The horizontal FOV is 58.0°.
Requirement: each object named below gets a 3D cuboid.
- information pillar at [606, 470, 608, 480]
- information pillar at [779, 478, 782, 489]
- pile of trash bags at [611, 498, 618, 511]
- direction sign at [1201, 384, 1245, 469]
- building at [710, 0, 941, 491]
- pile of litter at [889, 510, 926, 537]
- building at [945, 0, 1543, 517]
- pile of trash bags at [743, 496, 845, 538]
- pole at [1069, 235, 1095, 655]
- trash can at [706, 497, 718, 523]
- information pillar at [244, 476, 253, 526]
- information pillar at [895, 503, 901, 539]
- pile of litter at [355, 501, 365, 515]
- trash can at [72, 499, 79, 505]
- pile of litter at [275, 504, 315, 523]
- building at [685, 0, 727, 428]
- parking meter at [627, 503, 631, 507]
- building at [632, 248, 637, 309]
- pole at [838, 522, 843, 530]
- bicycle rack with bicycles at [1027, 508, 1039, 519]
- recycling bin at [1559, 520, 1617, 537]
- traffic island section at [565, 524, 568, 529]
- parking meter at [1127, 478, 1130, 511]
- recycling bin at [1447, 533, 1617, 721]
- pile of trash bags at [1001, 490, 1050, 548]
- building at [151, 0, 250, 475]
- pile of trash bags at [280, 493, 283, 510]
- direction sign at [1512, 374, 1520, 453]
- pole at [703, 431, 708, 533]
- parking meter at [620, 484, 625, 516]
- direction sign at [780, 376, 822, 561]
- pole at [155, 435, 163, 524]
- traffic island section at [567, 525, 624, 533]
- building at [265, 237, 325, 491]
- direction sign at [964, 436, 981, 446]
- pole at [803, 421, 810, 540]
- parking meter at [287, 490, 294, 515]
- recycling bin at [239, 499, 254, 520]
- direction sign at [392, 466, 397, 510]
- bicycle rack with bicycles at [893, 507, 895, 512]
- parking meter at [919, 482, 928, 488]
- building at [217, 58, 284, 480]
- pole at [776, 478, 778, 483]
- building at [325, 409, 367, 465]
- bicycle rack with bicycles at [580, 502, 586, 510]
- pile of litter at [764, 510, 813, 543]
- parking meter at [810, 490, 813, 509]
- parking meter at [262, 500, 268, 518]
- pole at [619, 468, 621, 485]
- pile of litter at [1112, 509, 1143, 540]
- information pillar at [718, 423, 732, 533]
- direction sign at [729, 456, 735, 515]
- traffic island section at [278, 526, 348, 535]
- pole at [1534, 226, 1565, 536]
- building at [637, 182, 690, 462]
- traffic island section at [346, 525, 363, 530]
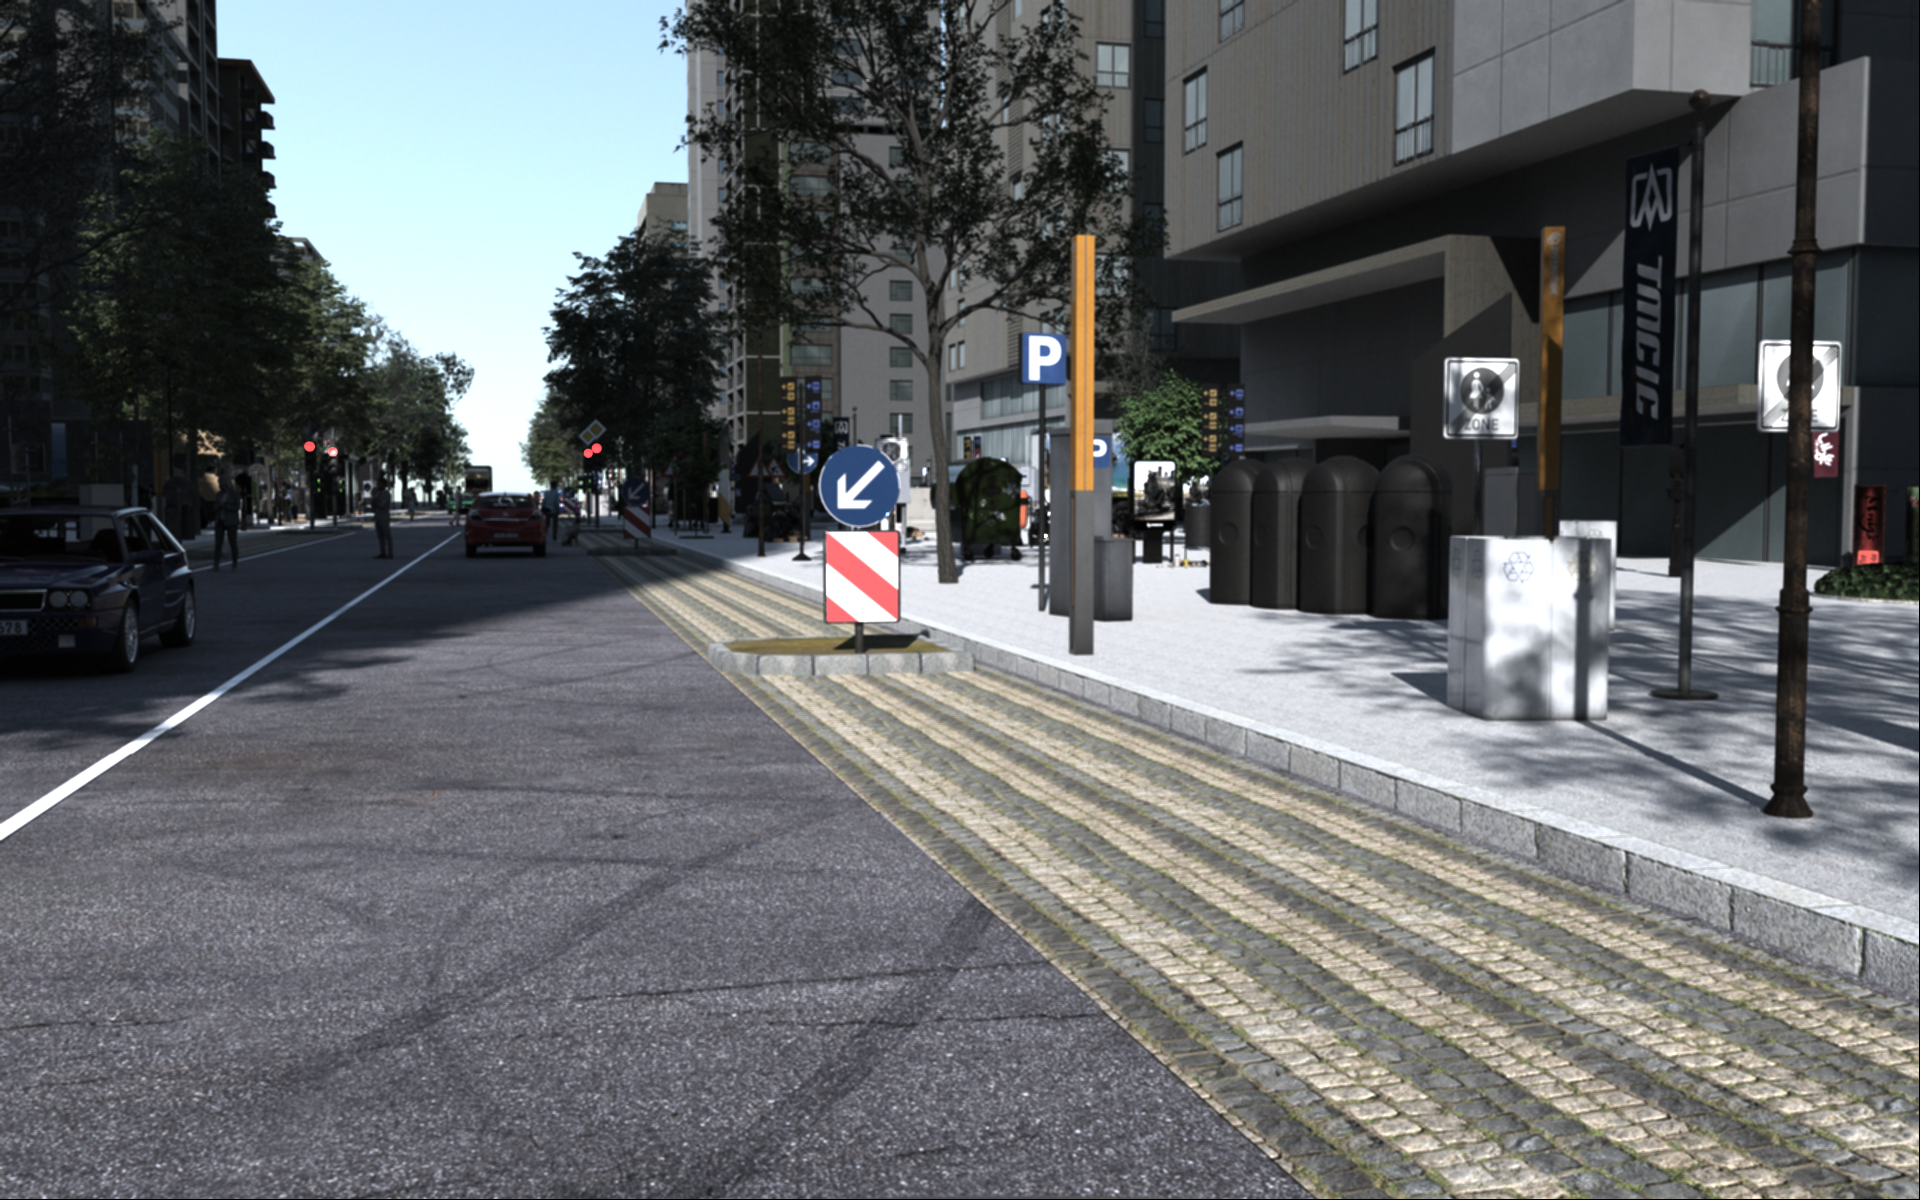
[{"bbox_3d":[-29.450,-9.397,145.001,0.504,3.616,0.183,3,4,38],"label":"information pillar"},{"bbox_3d":[-15.152,-9.458,145.990,0.183,3.616,0.504,-2,4,-25],"label":"information pillar"},{"bbox_3d":[-26.668,-7.334,129.656,1.912,1.369,3.447,2,4,32],"label":"pile of trash bags"},{"bbox_3d":[5.402,-2.669,35.632,0.876,3.537,0.379,0,4,-1],"label":"direction sign"},{"bbox_3d":[-14.224,-44.893,172.258,20.563,71.187,20.611,-1,4,-14],"label":"building"},{"bbox_3d":[-1.571,-2.319,51.886,1.176,0.858,1.719,1,4,23],"label":"pile of litter"},{"bbox_3d":[14.862,-31.563,105.295,27.495,52.752,28.713,-1,4,-14],"label":"building"},{"bbox_3d":[-4.879,-2.568,51.737,3.447,1.369,1.912,0,4,6],"label":"pile of trash bags"},{"bbox_3d":[0.971,-1.219,13.779,0.158,3.312,0.155,0,3,0],"label":"pole"},{"bbox_3d":[-10.914,-3.935,75.998,0.748,1.137,0.748,0,3,0],"label":"trash can"},{"bbox_3d":[-28.346,-3.940,68.914,0.304,2.012,0.304,-3,5,-43],"label":"information pillar"},{"bbox_3d":[-1.695,-2.750,49.449,0.304,2.012,0.304,0,4,6],"label":"information pillar"},{"bbox_3d":[-37.994,-5.808,108.927,1.176,0.858,1.719,-2,4,-26],"label":"pile of litter"},{"bbox_3d":[-23.569,-2.152,46.832,0.748,1.137,0.748,0,3,0],"label":"trash can"},{"bbox_3d":[-29.569,-3.858,77.041,1.719,0.858,1.176,-1,4,-18],"label":"pile of litter"},{"bbox_3d":[-20.244,-40.053,196.871,21.231,58.520,28.212,-1,4,-14],"label":"building"},{"bbox_3d":[-21.926,-6.522,115.042,0.372,1.533,0.369,0,3,0],"label":"parking meter"},{"bbox_3d":[-43.468,-38.968,291.747,22.147,44.769,28.867,-1,4,-14],"label":"building"},{"bbox_3d":[-4.292,-4.175,62.097,0.158,3.312,0.155,0,3,0],"label":"pole"},{"bbox_3d":[3.809,-4.046,79.536,2.925,0.926,2.852,-3,4,-38],"label":"bicycle rack with bicycles"},{"bbox_3d":[5.869,-0.247,16.589,0.722,1.027,0.722,1,4,16],"label":"recycling bin"},{"bbox_3d":[-15.519,-3.075,72.550,2.009,0.180,2.903,-1,4,-14],"label":"traffic island section"},{"bbox_3d":[5.373,-2.920,53.451,0.255,1.863,0.399,-2,4,-32],"label":"parking meter"},{"bbox_3d":[3.313,0.148,10.130,0.722,1.027,0.722,0,4,-2],"label":"recycling bin"},{"bbox_3d":[1.616,-2.024,42.839,1.912,1.369,3.447,0,4,6],"label":"pile of trash bags"},{"bbox_3d":[-71.458,-43.230,145.058,20.563,71.187,20.611,-1,4,-14],"label":"building"},{"bbox_3d":[-49.461,-7.116,126.092,1.912,1.369,3.447,-1,4,-17],"label":"pile of trash bags"},{"bbox_3d":[10.362,-2.511,33.053,0.379,3.537,0.876,-1,4,-19],"label":"direction sign"},{"bbox_3d":[-8.301,-3.831,56.486,0.158,3.312,0.155,0,3,0],"label":"pole"},{"bbox_3d":[-19.877,-5.878,101.815,0.255,1.863,0.399,1,4,14],"label":"parking meter"},{"bbox_3d":[-3.057,-2.530,33.358,0.876,3.537,0.379,1,4,22],"label":"direction sign"},{"bbox_3d":[-27.697,-4.039,59.881,0.158,3.312,0.155,0,3,0],"label":"pole"},{"bbox_3d":[-13.547,-2.601,64.811,2.009,0.180,2.903,-1,4,-14],"label":"traffic island section"},{"bbox_3d":[-102.392,-33.598,241.207,32.217,40.220,23.993,-1,4,-14],"label":"building"},{"bbox_3d":[0.485,-4.661,68.209,0.876,3.537,0.379,3,5,42],"label":"direction sign"},{"bbox_3d":[-4.280,-3.324,48.195,0.158,3.312,0.155,0,3,0],"label":"pole"},{"bbox_3d":[-37.953,-5.490,98.166,0.372,1.533,0.369,0,3,0],"label":"parking meter"},{"bbox_3d":[-35.244,-4.445,85.231,0.722,1.027,0.722,-3,5,-40],"label":"recycling bin"},{"bbox_3d":[-46.318,-9.153,141.652,0.379,3.537,0.876,0,4,-4],"label":"direction sign"},{"bbox_3d":[-4.068,-5.013,95.351,2.852,0.926,2.925,1,4,10],"label":"bicycle rack with bicycles"},{"bbox_3d":[-1.826,-4.922,86.178,0.399,1.863,0.255,2,4,32],"label":"parking meter"},{"bbox_3d":[-79.457,-31.499,169.633,22.147,44.769,28.867,-1,4,-14],"label":"building"},{"bbox_3d":[-10.798,-6.626,102.184,0.158,3.312,0.155,0,3,0],"label":"pole"},{"bbox_3d":[-107.467,-25.883,268.233,27.650,21.520,28.899,-1,4,-14],"label":"building"},{"bbox_3d":[-29.397,-7.724,139.674,2.925,0.926,2.852,-3,5,-40],"label":"bicycle rack with bicycles"},{"bbox_3d":[-4.609,-1.984,46.410,1.719,0.858,1.176,-3,5,-40],"label":"pile of litter"},{"bbox_3d":[-9.785,-6.520,115.020,0.372,1.533,0.369,0,3,0],"label":"parking meter"},{"bbox_3d":[-38.633,-5.532,96.165,0.399,1.863,0.255,1,4,13],"label":"parking meter"},{"bbox_3d":[-23.835,-7.790,121.217,0.158,3.312,0.155,0,3,0],"label":"pole"},{"bbox_3d":[4.645,-2.128,48.761,1.719,0.858,1.176,1,4,19],"label":"pile of litter"},{"bbox_3d":[-7.769,-4.016,57.017,0.183,3.616,0.504,2,4,34],"label":"information pillar"},{"bbox_3d":[-13.711,-6.832,103.704,0.379,3.537,0.876,-3,4,-37],"label":"direction sign"},{"bbox_3d":[-23.328,-2.450,62.332,2.009,0.180,2.903,-1,4,-14],"label":"traffic island section"},{"bbox_3d":[4.535,-1.193,13.342,0.158,3.312,0.155,0,3,0],"label":"pole"},{"bbox_3d":[-37.896,-39.284,265.990,21.300,48.544,21.600,-1,4,-14],"label":"building"},{"bbox_3d":[-25.300,-2.923,70.070,2.009,0.180,2.903,-1,4,-14],"label":"traffic island section"}]
